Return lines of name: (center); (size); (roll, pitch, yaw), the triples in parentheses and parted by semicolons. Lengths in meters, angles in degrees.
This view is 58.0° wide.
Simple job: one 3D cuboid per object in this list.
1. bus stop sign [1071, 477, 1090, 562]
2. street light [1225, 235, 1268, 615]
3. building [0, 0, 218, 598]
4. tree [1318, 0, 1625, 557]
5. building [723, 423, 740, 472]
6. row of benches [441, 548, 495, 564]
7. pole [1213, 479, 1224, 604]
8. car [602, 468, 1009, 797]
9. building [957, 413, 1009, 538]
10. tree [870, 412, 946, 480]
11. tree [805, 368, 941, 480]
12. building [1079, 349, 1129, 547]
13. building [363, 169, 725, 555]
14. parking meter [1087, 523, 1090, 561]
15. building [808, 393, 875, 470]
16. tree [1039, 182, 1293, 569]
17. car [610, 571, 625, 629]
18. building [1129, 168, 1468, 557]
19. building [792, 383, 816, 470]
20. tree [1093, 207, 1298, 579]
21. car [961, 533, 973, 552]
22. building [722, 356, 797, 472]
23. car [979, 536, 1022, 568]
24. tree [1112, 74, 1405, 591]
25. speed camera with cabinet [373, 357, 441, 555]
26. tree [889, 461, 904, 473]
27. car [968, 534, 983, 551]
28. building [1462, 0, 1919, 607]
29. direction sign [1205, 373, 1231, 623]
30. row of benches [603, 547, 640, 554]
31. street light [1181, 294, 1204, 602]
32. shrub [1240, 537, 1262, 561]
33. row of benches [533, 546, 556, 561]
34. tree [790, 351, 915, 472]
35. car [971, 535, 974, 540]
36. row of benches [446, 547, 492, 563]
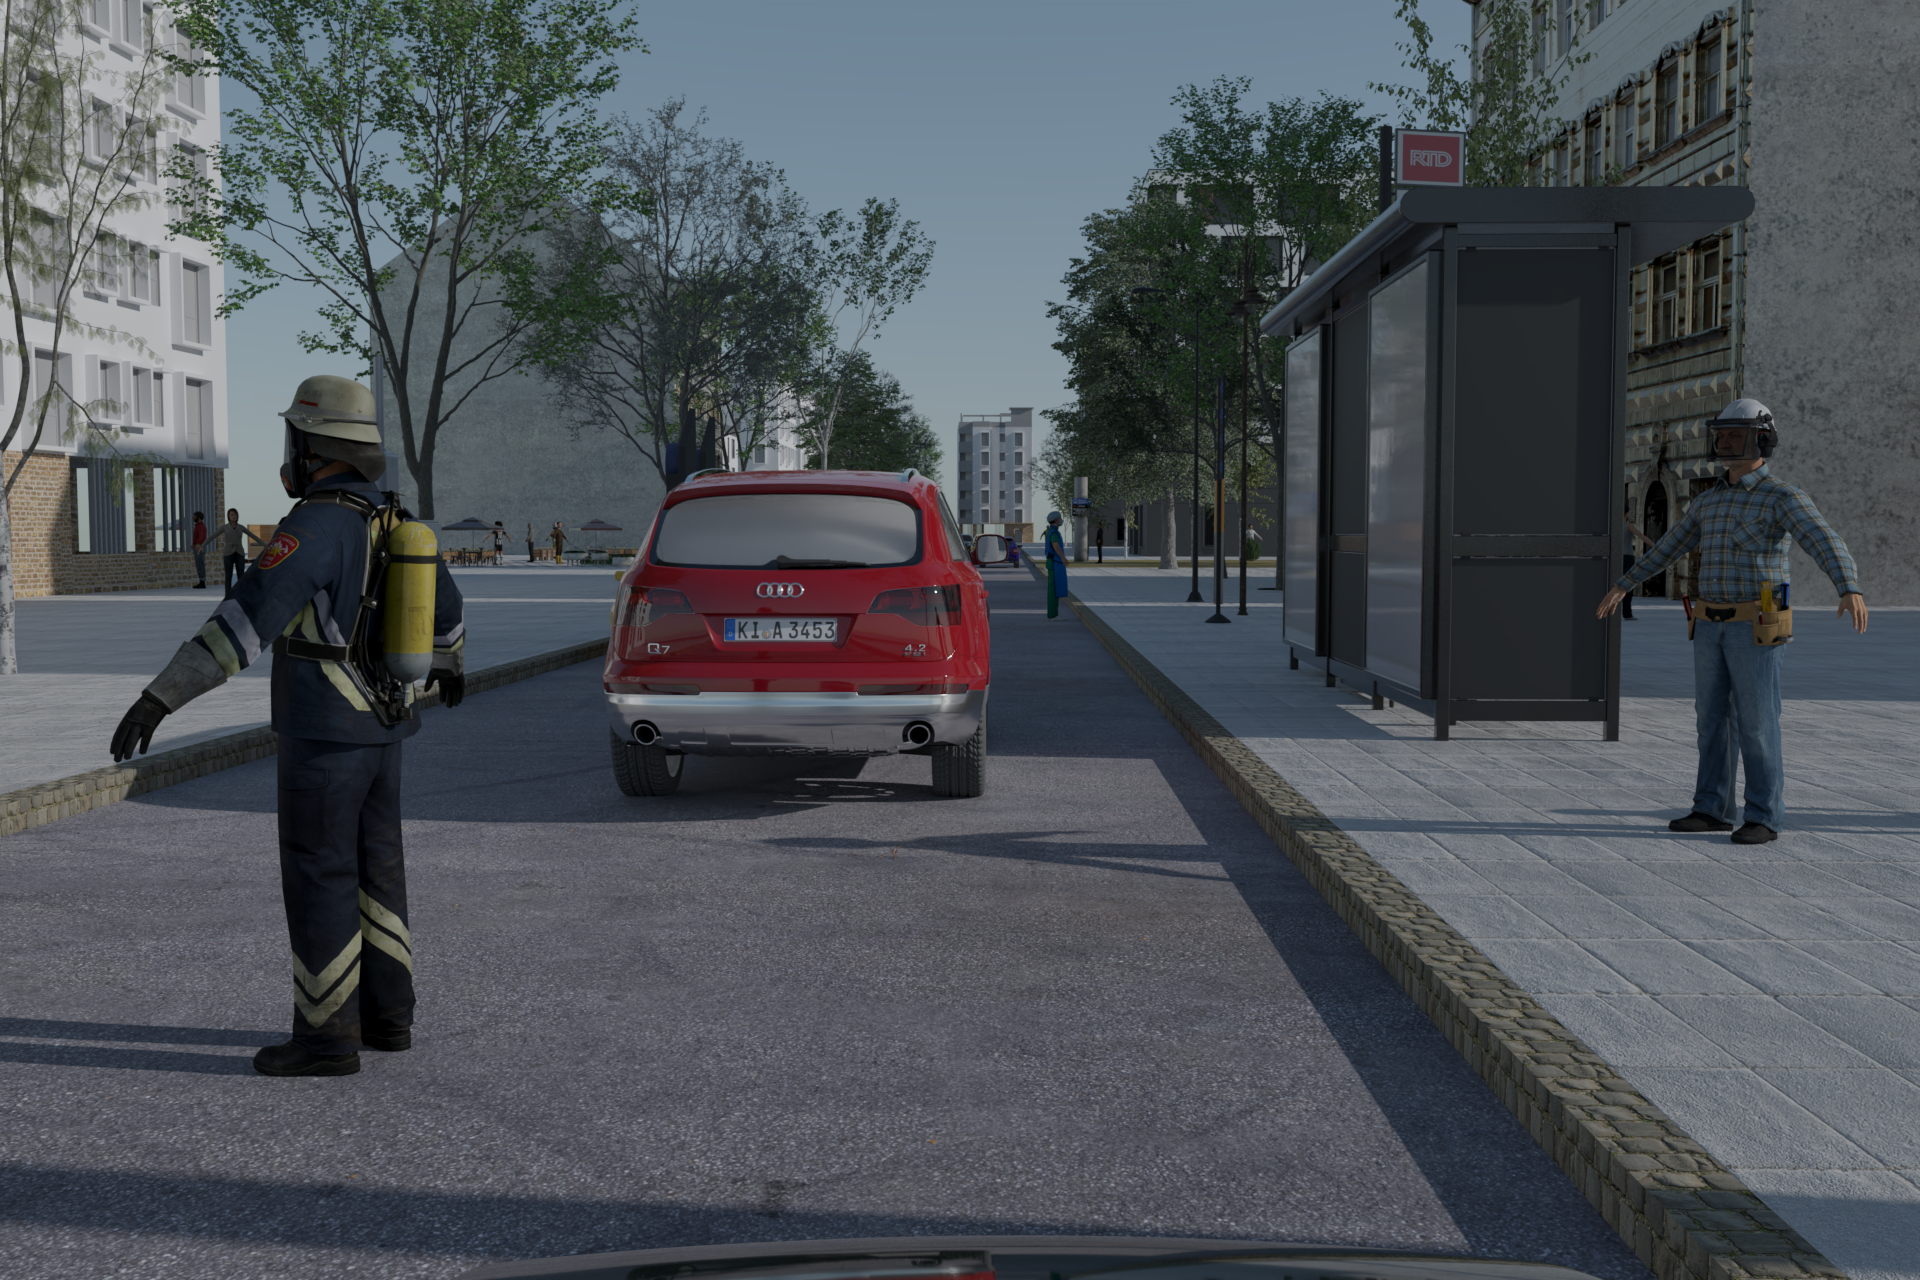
bus stop sign: (5.582, -5.572, 80.113); (0.837, 3.901, 0.837); (0, 4, 1)
street light: (4.468, -3.327, 27.192); (0.468, 5.910, 1.993); (0, 4, 1)
building: (-23.948, -10.654, 30.617); (16.016, 20.090, 11.380); (0, 4, 2)
tree: (6.530, -4.417, 22.578); (4.737, 8.622, 4.395); (0, 3, 0)
building: (-22.255, -12.064, 139.388); (9.099, 9.664, 28.070); (0, 4, 1)
row of benches: (-21.377, -3.607, 74.433); (1.422, 0.672, 4.104); (1, 4, 19)
pole: (4.721, -2.307, 31.564); (0.158, 3.312, 0.155); (0, 3, 0)
car: (-0.828, -0.142, 10.991); (2.281, 1.827, 5.304); (0, 4, 1)
building: (0.063, -24.609, 261.231); (11.380, 20.090, 16.016); (0, 4, -7)
tree: (-5.096, -13.623, 148.487); (9.928, 11.665, 9.643); (0, 3, 0)
tree: (-6.167, -13.267, 127.288); (12.009, 13.543, 11.850); (0, 3, 0)
building: (26.961, -21.292, 192.097); (27.936, 21.610, 32.646); (0, 4, 1)
building: (-26.188, -17.269, 113.282); (19.493, 23.208, 18.063); (0, 4, 1)
parking meter: (5.972, -4.698, 82.516); (0.399, 1.863, 0.255); (0, 4, 1)
building: (-19.755, -22.425, 233.106); (16.747, 18.905, 31.486); (0, 4, 1)
tree: (7.554, -9.537, 62.588); (9.857, 13.997, 8.962); (0, 3, 0)
car: (-2.902, -0.612, 20.237); (2.015, 1.641, 3.980); (0, 4, 2)
building: (24.883, -16.466, 113.189); (27.936, 21.610, 32.646); (0, 4, 1)
building: (-23.237, -21.223, 203.412); (16.016, 20.090, 11.380); (0, 4, 1)
tree: (7.244, -7.049, 49.666); (7.601, 10.594, 8.767); (1, 4, 15)
car: (0.131, -6.719, 119.639); (2.009, 1.686, 4.222); (0, 4, 2)
building: (-23.765, -19.990, 183.248); (16.016, 20.090, 11.380); (0, 4, 2)
car: (1.701, -3.773, 74.274); (1.945, 1.354, 3.894); (0, 4, 2)
tree: (7.308, -6.947, 39.341); (9.928, 11.665, 9.643); (0, 3, 0)
speed camera with cabinet: (-6.661, -1.578, 20.141); (0.660, 3.252, 2.038); (0, 4, 2)
tree: (-6.072, -11.469, 137.873); (4.360, 8.622, 3.978); (0, 3, 0)
car: (1.472, -5.443, 99.216); (2.015, 1.641, 3.980); (0, 4, 1)
building: (23.143, -12.713, 38.790); (19.493, 23.208, 18.063); (0, 4, 1)
direction sign: (3.730, -2.014, 24.921); (0.379, 3.537, 0.876); (0, 4, 1)
row of benches: (-16.278, -4.170, 83.639); (1.422, 0.672, 4.104); (-2, 4, -33)
street light: (4.997, -3.676, 32.642); (1.470, 5.913, 1.316); (0, 4, 1)
shrub: (13.667, -4.294, 81.316); (1.383, 1.207, 1.383); (0, 3, 0)
row of benches: (-20.212, -4.198, 84.107); (1.422, 0.672, 4.104); (0, 4, -4)
tree: (-6.605, -11.563, 107.187); (7.486, 12.596, 7.792); (0, 3, 0)
car: (0.288, -7.316, 131.980); (2.083, 1.381, 4.827); (0, 4, 2)
row of benches: (-22.549, -3.896, 79.167); (1.422, 0.672, 4.104); (1, 4, 9)
